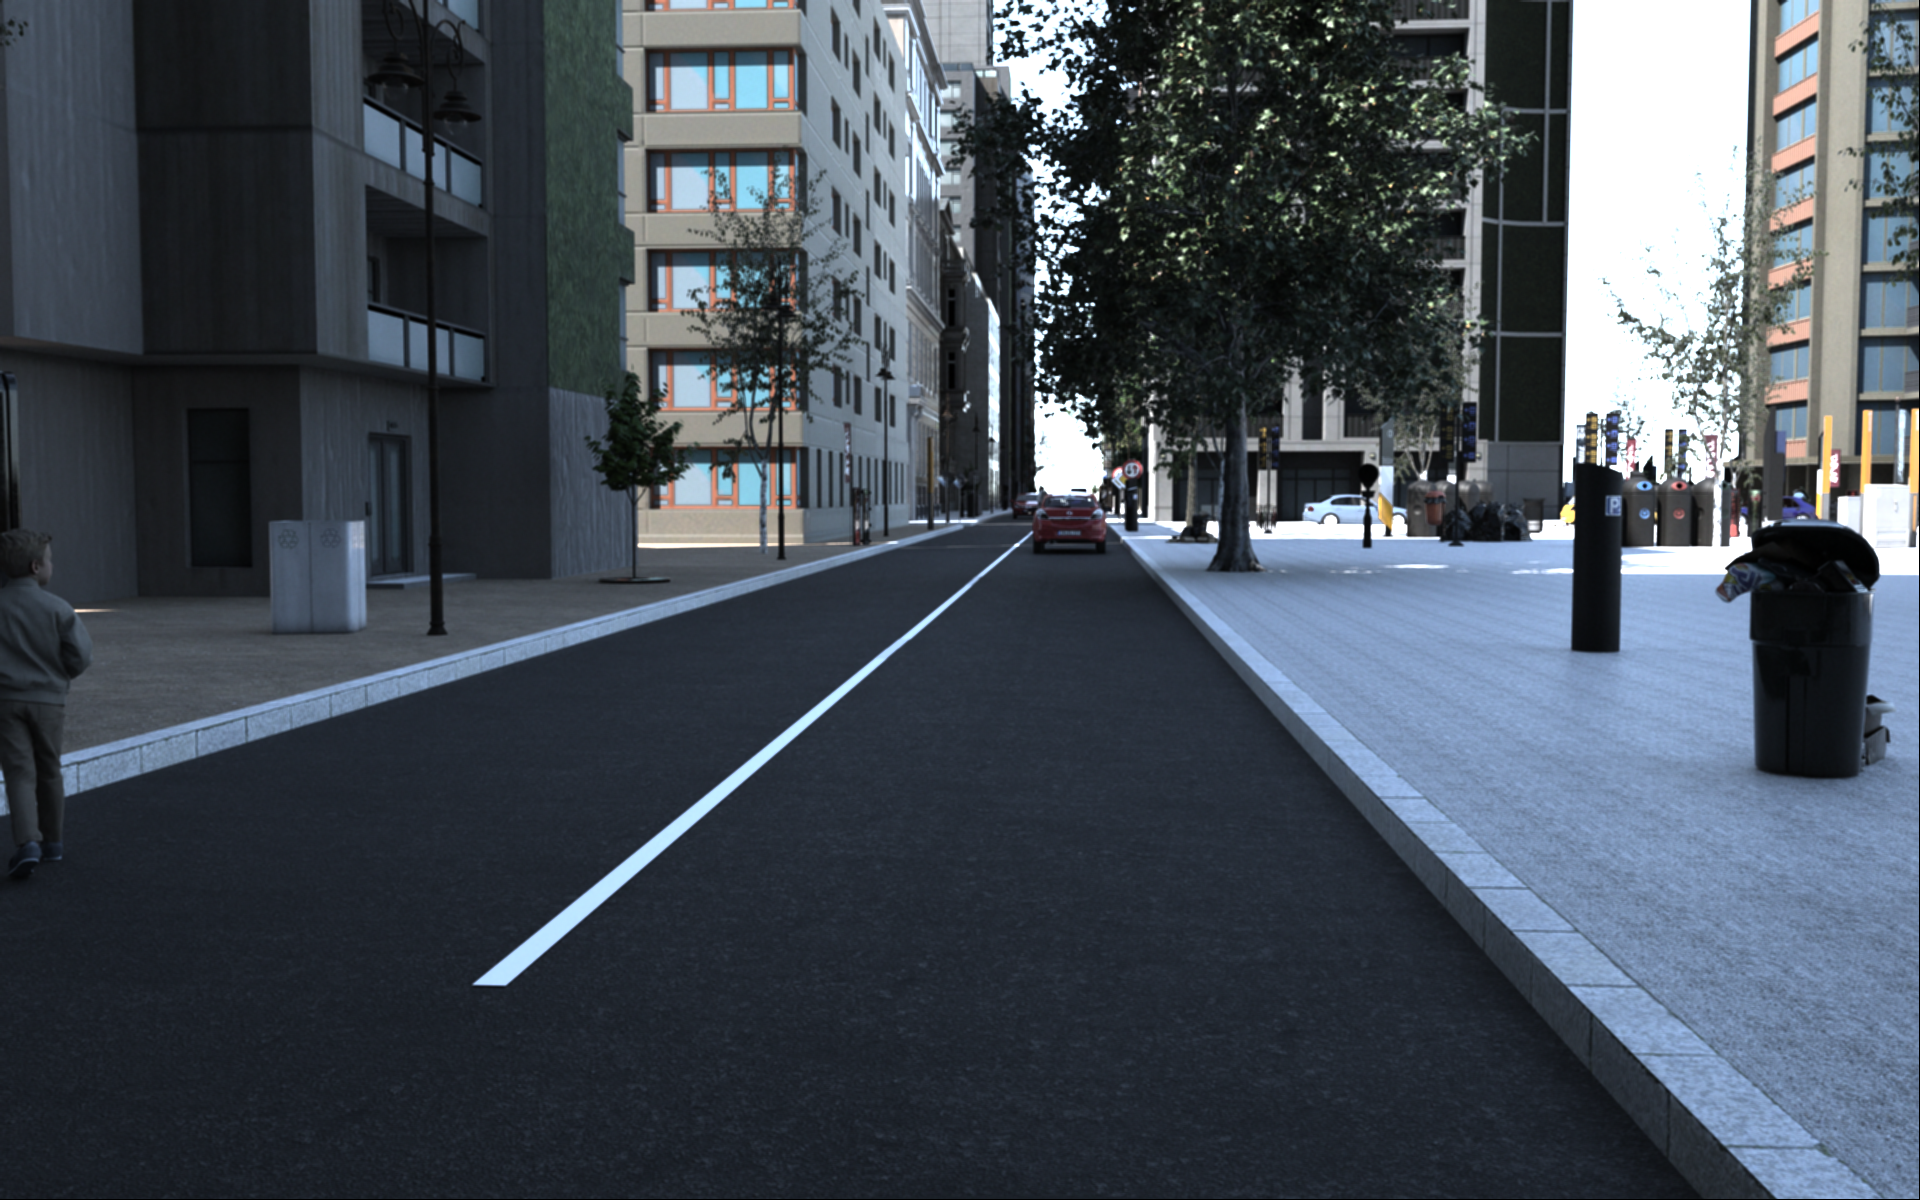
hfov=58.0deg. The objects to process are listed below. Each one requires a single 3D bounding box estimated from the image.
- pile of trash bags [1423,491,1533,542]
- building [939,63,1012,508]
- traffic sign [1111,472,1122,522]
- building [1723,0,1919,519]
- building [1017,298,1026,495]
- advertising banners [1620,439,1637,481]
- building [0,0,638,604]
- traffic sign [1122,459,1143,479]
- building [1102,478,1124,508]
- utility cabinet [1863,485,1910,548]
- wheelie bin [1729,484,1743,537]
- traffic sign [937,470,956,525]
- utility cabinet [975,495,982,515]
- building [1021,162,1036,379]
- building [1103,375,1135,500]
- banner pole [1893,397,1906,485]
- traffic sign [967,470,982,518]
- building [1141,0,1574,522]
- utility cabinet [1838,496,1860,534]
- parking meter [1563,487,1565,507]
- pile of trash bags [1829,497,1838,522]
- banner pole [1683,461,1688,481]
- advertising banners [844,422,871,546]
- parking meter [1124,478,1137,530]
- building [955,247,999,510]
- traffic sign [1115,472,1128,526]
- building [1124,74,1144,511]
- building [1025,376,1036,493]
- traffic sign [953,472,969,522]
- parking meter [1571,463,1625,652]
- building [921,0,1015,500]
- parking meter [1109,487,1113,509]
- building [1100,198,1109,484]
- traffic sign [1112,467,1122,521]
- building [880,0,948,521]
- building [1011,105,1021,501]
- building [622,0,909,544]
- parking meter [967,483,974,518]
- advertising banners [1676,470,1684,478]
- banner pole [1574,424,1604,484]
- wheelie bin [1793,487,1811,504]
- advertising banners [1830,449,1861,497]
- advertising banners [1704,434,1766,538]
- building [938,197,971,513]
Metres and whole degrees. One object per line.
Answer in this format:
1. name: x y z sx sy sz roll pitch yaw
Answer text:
1. pile of trash bags: 13.847 -2.279 47.021 3.447 1.369 1.912 -2 4 -35
2. building: -2.498 -29.190 160.857 14.154 41.232 14.086 0 4 4
3. traffic sign: 7.218 -4.566 78.299 0.795 2.450 0.064 0 4 4
4. building: 54.237 -26.408 86.397 28.867 44.769 22.147 0 4 4
5. building: 2.119 -29.026 246.270 14.160 30.474 14.107 0 4 4
6. advertising banners: 21.100 -3.640 55.694 0.090 3.025 2.074 -1 4 -13
7. building: -13.266 -20.796 23.613 14.154 41.232 14.086 0 4 4
8. traffic sign: 6.307 -3.880 63.536 0.768 2.556 0.104 0 4 4
9. building: 31.957 -30.473 190.108 32.217 40.220 23.993 0 4 4
10. utility cabinet: 21.713 -1.950 40.564 1.173 1.500 0.318 -2 4 -25
11. wheelie bin: 23.095 -2.697 52.011 0.693 1.594 0.980 1 4 16
12. traffic sign: -0.552 -4.110 70.844 0.795 2.450 0.064 0 4 4
13. utility cabinet: 1.017 -5.824 106.390 0.306 1.237 1.020 -2 4 -26
14. building: 2.022 -46.126 296.152 21.231 58.520 28.212 0 4 4
15. building: 27.525 -34.526 248.090 14.154 41.232 14.086 0 4 4
16. banner pole: 24.329 -3.357 44.899 0.863 3.779 0.401 -3 5 -44
17. traffic sign: 0.753 -5.584 91.411 0.768 2.556 0.104 1 4 9
18. building: 19.836 -39.629 86.189 20.611 71.187 20.563 0 4 4
19. utility cabinet: 24.301 -2.198 47.097 1.020 1.237 0.306 -2 4 -29
20. parking meter: 50.444 -8.516 144.946 0.255 1.863 0.399 2 4 29
21. pile of trash bags: 33.076 -3.260 63.048 1.912 1.369 3.447 -1 4 -23
22. banner pole: 47.898 -7.608 114.403 0.401 3.779 0.863 3 5 41
23. advertising banners: -2.559 -2.864 43.014 0.090 3.025 2.074 1 4 15
24. parking meter: 6.031 -3.391 61.154 0.399 1.863 0.255 -2 4 -24
25. building: -2.349 -17.623 142.888 10.420 20.320 16.860 0 4 4
26. traffic sign: 6.674 -4.079 70.332 0.795 2.450 0.064 0 4 4
27. building: 23.762 -29.485 136.706 22.147 44.769 28.867 0 4 4
28. building: -2.459 -25.892 268.367 27.650 21.520 28.899 0 4 4
29. traffic sign: -0.008 -4.597 78.810 0.795 2.450 0.064 0 4 4
30. parking meter: 5.212 -0.352 14.160 0.372 1.533 0.369 0 3 0
31. building: -4.745 -45.212 177.470 20.563 71.187 20.611 0 4 4
32. parking meter: 12.523 -8.479 144.345 0.399 1.863 0.255 1 4 12
33. building: 37.859 -43.290 297.033 28.713 52.752 27.495 0 4 4
34. traffic sign: 7.546 -4.985 81.617 0.768 2.556 0.104 1 4 13
35. building: -7.983 -18.586 89.780 13.634 28.700 20.117 0 4 4
36. building: -0.304 -33.349 195.371 14.600 45.320 14.200 0 4 4
37. building: -17.464 -13.037 58.194 28.899 21.520 27.650 0 4 4
38. parking meter: 0.577 -5.441 94.674 0.255 1.863 0.399 2 4 25
39. advertising banners: 51.730 -7.965 126.414 2.074 3.025 0.090 3 4 38
40. banner pole: 19.668 -3.939 54.414 0.863 3.779 0.401 -1 4 -11
41. wheelie bin: 37.059 -4.183 76.303 0.693 1.594 0.980 1 4 20
42. advertising banners: 34.933 -4.373 67.693 2.074 3.025 0.090 1 4 10
43. advertising banners: 22.596 -3.330 50.632 2.074 3.025 0.090 -1 4 -9
44. building: -6.594 -18.236 117.241 14.460 24.649 34.723 0 4 4
